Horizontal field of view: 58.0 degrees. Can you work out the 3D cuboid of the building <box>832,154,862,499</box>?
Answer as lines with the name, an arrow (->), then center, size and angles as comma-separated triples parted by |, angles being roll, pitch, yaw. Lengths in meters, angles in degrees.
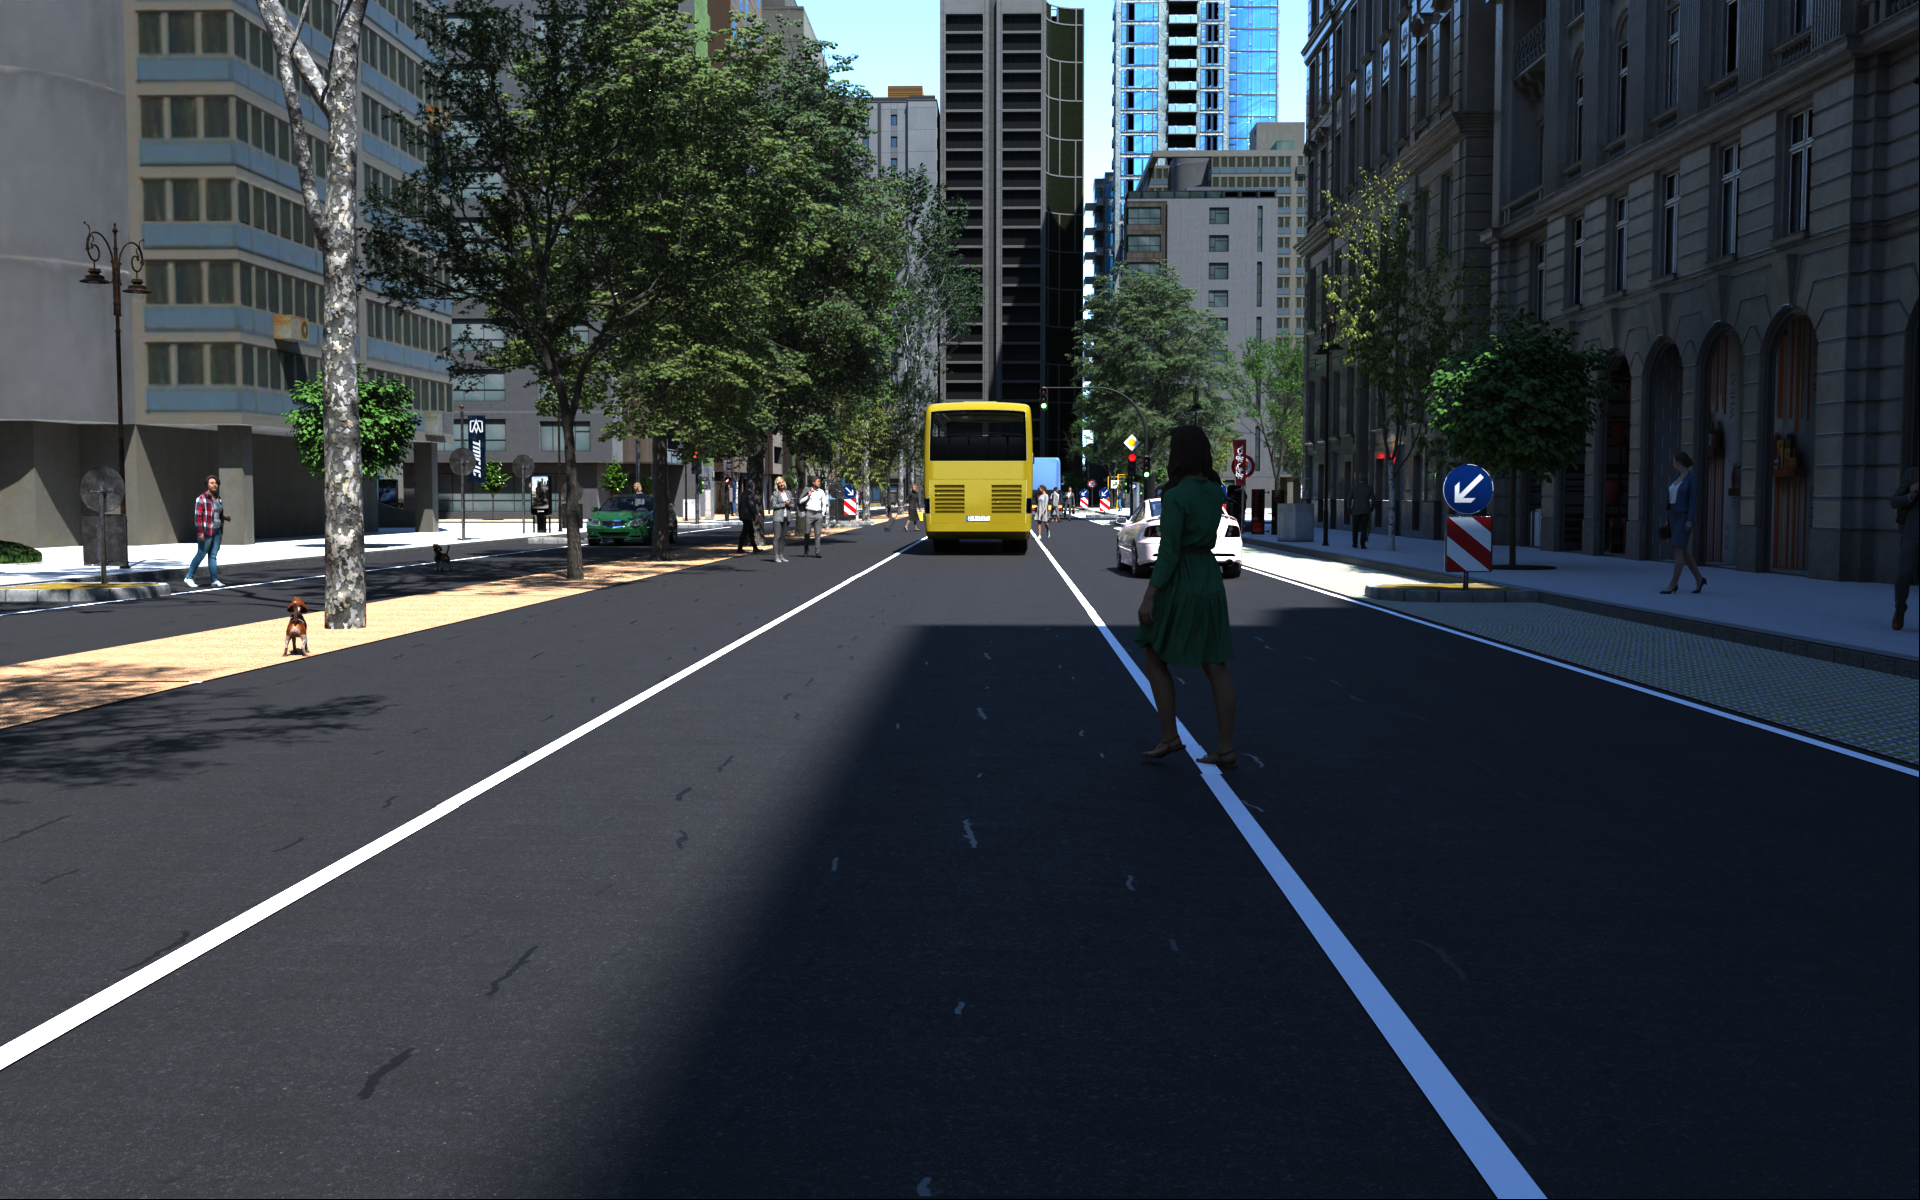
building -> -27.998, -36.586, 217.781 | 30.456, 49.044, 23.786 | 0, 4, 1

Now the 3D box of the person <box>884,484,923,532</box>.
person -> -2.158, -3.533, 66.489 | 1.509, 1.804, 0.699 | -1, 4, -9

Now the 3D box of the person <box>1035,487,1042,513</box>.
person -> 4.612, -5.632, 100.546 | 0.622, 1.834, 0.822 | 2, 4, 34

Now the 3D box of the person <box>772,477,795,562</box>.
person -> -3.712, -1.704, 36.540 | 0.537, 1.800, 0.526 | -2, 4, -30

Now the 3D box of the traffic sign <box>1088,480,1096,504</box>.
traffic sign -> 11.671, -9.352, 153.008 | 0.768, 2.556, 0.104 | 0, 4, 7

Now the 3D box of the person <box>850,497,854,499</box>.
person -> -10.920, -10.329, 175.601 | 1.217, 1.739, 0.721 | -1, 4, -9

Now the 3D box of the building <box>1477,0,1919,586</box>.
building -> 18.918, -11.610, 31.623 | 13.314, 21.916, 24.055 | 0, 4, 1

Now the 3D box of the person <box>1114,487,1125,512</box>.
person -> 11.720, -7.385, 127.134 | 0.721, 1.781, 0.623 | 1, 4, 19

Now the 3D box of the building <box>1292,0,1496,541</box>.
building -> 19.021, -15.866, 56.672 | 12.463, 27.353, 25.104 | 0, 4, 1

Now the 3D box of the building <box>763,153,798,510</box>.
building -> -20.826, -22.487, 139.361 | 14.160, 30.474, 14.107 | 0, 4, 1

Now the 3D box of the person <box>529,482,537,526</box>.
person -> -17.260, -3.909, 70.301 | 0.444, 1.785, 0.601 | 0, 4, -6

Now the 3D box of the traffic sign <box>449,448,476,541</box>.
traffic sign -> -13.685, -2.908, 47.647 | 0.768, 2.556, 0.104 | 0, 4, 7

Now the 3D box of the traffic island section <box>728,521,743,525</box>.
traffic island section -> -11.047, -3.652, 81.987 | 2.009, 0.180, 2.903 | 0, 4, 1

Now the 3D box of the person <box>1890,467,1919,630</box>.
person -> 8.911, -0.607, 15.929 | 0.622, 1.834, 0.822 | 1, 4, 20

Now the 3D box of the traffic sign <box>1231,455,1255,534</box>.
traffic sign -> 9.133, -3.413, 55.916 | 0.768, 2.556, 0.104 | 0, 4, 3

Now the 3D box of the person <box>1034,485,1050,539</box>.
person -> 2.635, -2.809, 55.183 | 0.466, 1.731, 0.760 | 1, 4, 22

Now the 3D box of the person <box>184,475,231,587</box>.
person -> -11.611, -1.064, 26.738 | 0.643, 1.720, 0.563 | 1, 4, 16

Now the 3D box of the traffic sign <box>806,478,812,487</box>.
traffic sign -> -11.936, -8.473, 138.541 | 0.884, 2.594, 0.081 | 1, 4, 10

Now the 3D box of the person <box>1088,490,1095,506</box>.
person -> 14.368, -11.255, 190.779 | 1.217, 1.735, 0.721 | -2, 4, -31

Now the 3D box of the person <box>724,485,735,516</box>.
person -> -13.468, -5.812, 101.250 | 0.661, 1.801, 0.590 | -2, 4, -30

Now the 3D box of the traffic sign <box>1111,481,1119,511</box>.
traffic sign -> 11.602, -7.802, 129.686 | 0.606, 2.300, 0.079 | 1, 4, 9

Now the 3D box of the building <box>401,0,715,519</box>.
building -> -21.533, -25.058, 93.291 | 14.154, 41.232, 14.086 | 0, 4, 1

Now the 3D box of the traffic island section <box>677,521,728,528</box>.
traffic island section -> -11.249, -3.164, 74.005 | 2.009, 0.180, 2.903 | 0, 4, 1

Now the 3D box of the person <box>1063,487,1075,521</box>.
person -> 5.818, -5.145, 92.578 | 0.622, 1.834, 0.822 | 0, 4, -4

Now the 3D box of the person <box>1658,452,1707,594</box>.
person -> 9.324, -0.990, 22.257 | 0.654, 1.822, 0.581 | 0, 4, 6

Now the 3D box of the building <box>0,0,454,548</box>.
building -> -28.957, -22.017, 51.865 | 23.993, 40.220, 32.217 | 0, 4, 1

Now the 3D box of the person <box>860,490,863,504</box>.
person -> -11.338, -11.875, 200.652 | 0.683, 1.767, 0.568 | 1, 4, 13

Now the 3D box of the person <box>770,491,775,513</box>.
person -> -12.559, -6.709, 116.402 | 0.598, 1.740, 0.731 | 1, 4, 18

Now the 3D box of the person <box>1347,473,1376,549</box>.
person -> 9.469, -2.107, 40.894 | 0.661, 1.777, 0.834 | 0, 4, 7

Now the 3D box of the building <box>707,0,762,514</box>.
building -> -21.157, -28.543, 116.797 | 14.600, 45.320, 14.200 | 0, 4, 1

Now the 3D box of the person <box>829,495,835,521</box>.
person -> -6.671, -5.027, 90.951 | 0.793, 1.790, 0.793 | 0, 4, 2

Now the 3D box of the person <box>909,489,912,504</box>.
person -> -3.625, -7.263, 127.437 | 0.526, 1.800, 0.537 | -1, 4, -15

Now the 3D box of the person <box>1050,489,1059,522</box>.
person -> 4.896, -4.948, 89.976 | 0.480, 1.755, 0.524 | 0, 4, 8

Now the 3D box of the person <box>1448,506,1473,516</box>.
person -> 11.871, -2.134, 41.036 | 0.616, 1.811, 0.778 | 1, 4, 16

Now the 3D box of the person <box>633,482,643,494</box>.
person -> -10.170, -2.834, 55.026 | 0.709, 1.800, 0.728 | 3, 5, 43

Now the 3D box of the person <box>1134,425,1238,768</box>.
person -> 1.212, -0.023, 9.120 | 0.529, 1.795, 0.600 | 2, 4, 35

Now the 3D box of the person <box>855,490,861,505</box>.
person -> -11.437, -11.482, 194.486 | 0.721, 1.743, 1.217 | 2, 4, 25

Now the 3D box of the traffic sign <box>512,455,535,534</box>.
traffic sign -> -14.123, -3.419, 56.009 | 0.768, 2.556, 0.104 | 1, 4, 9

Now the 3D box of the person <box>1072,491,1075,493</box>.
person -> 13.527, -12.164, 205.067 | 1.348, 1.807, 0.705 | -3, 5, -44

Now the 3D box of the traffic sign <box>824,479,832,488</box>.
traffic sign -> -11.207, -8.982, 146.966 | 0.768, 2.556, 0.104 | 0, 4, 3

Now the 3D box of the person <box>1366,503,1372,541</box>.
person -> 10.980, -2.234, 46.811 | 0.306, 1.304, 0.590 | 1, 4, 18

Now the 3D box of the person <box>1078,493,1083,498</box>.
person -> 13.062, -11.004, 186.060 | 0.705, 1.812, 1.348 | -2, 4, -31

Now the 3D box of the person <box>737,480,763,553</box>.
person -> -5.062, -2.022, 41.963 | 0.834, 1.777, 0.661 | -3, 5, -39

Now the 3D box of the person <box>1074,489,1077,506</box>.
person -> 12.803, -11.414, 192.291 | 0.705, 1.869, 1.348 | -1, 4, -10

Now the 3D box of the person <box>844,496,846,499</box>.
person -> -12.984, -11.573, 195.344 | 0.705, 1.814, 1.350 | 2, 4, 33

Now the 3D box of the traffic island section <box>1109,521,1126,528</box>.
traffic island section -> 8.088, -3.622, 81.501 | 2.009, 0.180, 2.903 | 0, 4, 1

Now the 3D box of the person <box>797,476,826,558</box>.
person -> -3.352, -1.866, 39.117 | 0.679, 1.850, 0.850 | -1, 4, -20
